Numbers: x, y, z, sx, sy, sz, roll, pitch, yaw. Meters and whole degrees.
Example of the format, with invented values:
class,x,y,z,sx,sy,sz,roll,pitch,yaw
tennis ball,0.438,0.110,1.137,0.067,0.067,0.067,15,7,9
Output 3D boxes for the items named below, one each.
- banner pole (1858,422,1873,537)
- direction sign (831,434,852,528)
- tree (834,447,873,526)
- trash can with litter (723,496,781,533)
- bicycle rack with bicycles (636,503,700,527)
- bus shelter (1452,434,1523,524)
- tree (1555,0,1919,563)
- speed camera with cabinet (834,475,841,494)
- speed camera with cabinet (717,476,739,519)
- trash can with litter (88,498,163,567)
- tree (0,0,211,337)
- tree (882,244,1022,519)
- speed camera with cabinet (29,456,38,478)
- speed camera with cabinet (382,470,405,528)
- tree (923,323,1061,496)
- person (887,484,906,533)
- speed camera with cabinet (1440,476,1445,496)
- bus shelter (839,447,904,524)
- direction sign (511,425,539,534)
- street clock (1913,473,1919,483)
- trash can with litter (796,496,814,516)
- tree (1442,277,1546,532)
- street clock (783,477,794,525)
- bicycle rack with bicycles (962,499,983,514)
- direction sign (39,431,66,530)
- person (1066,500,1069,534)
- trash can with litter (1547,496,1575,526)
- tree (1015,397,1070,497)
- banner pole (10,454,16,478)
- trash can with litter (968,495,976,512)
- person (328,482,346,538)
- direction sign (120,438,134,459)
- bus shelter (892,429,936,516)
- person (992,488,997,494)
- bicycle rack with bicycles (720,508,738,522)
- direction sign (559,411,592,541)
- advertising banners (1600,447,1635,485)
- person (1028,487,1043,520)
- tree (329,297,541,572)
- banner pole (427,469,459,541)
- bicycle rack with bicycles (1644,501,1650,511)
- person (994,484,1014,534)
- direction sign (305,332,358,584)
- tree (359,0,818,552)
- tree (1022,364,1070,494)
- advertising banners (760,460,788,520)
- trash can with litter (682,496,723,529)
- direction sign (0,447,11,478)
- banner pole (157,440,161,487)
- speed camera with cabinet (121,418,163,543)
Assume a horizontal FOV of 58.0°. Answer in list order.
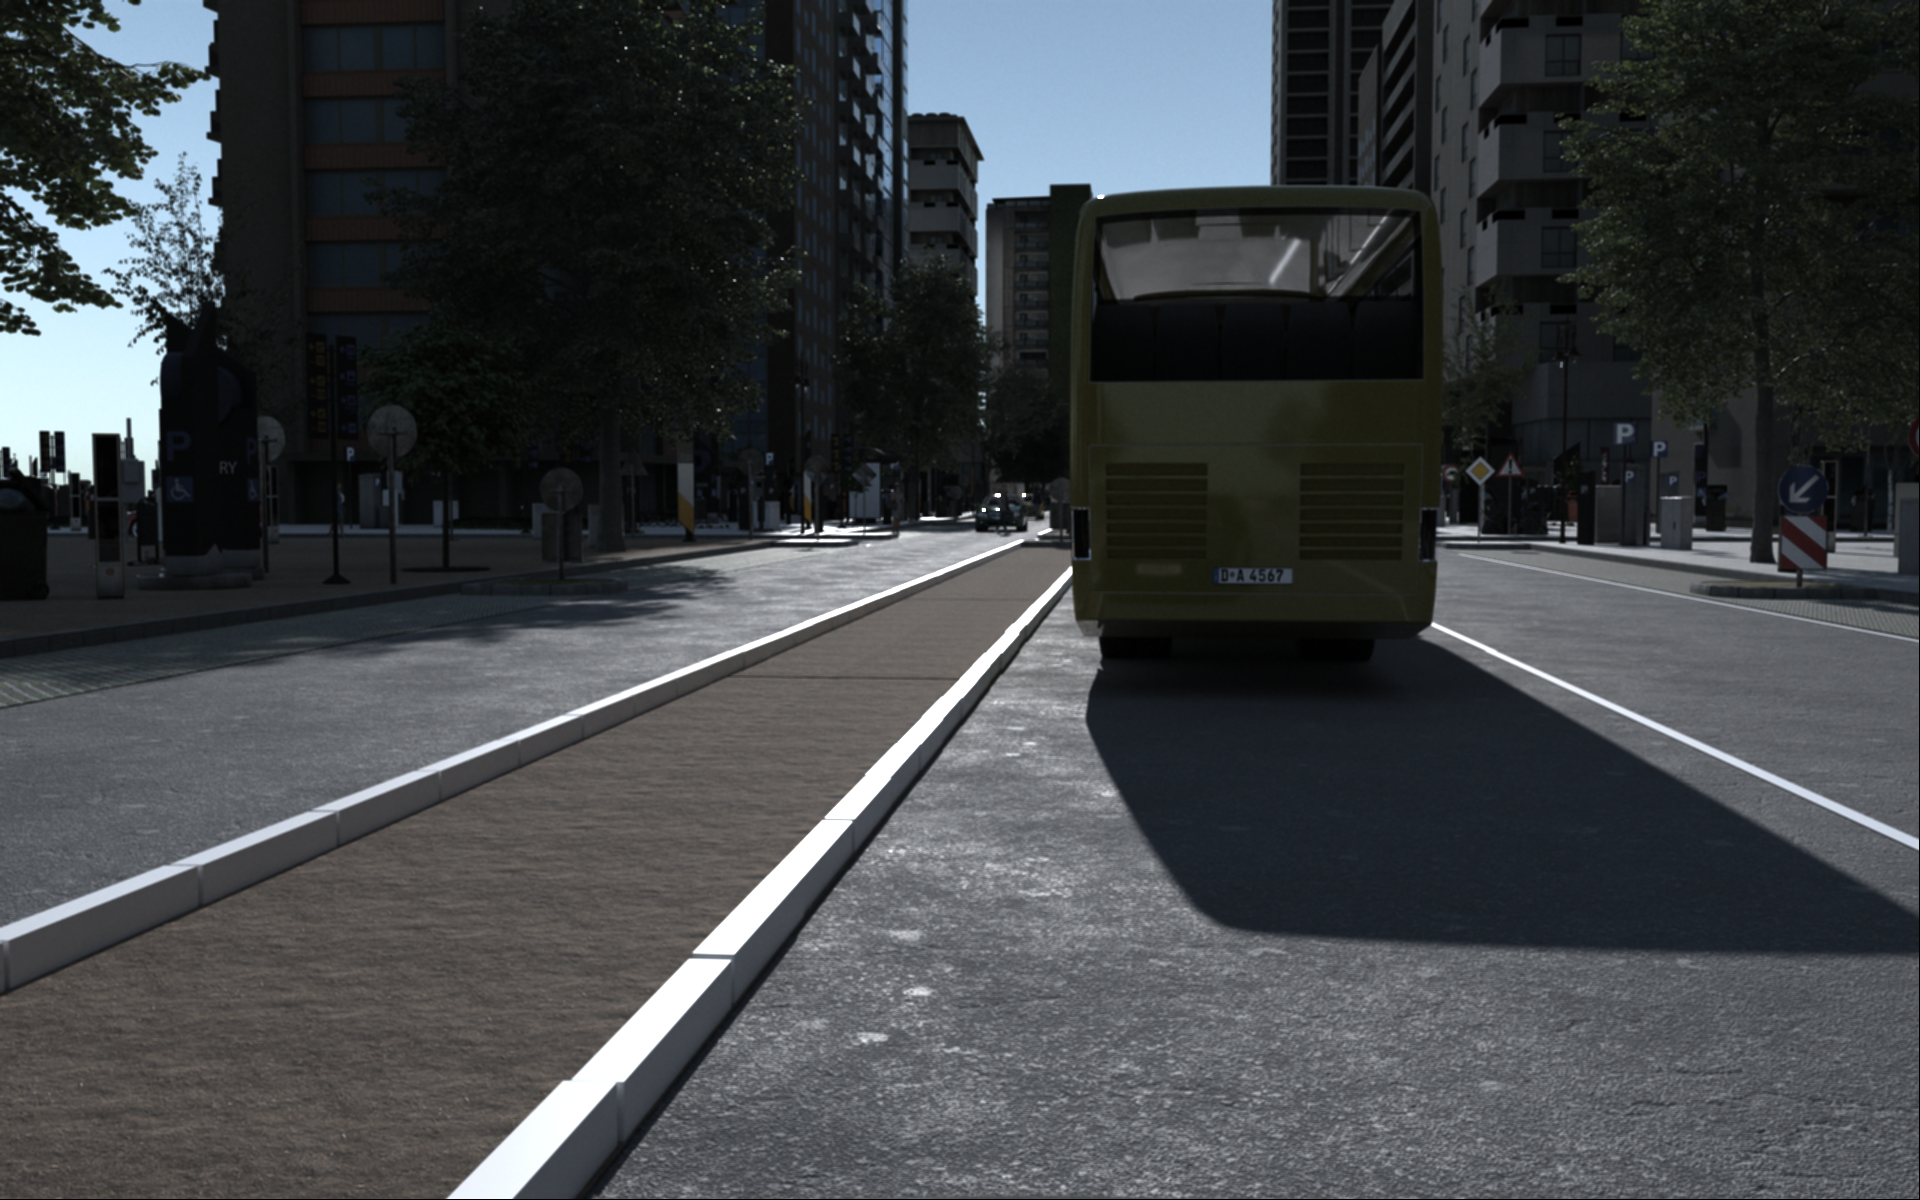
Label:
class,x,y,z,sx,sy,sz,roll,pitch,yaw
banner pole,27.092,-3.773,51.699,0.401,3.779,0.863,2,4,26
direction sign,-4.455,-4.470,65.088,0.876,3.537,0.379,-2,4,-32
tree,-4.055,-4.559,69.134,1.663,3.219,1.824,0,3,0
trash can with litter,-6.893,-2.910,58.643,1.678,1.210,2.233,0,4,2
bicycle rack with bicycles,-11.770,-3.381,68.655,2.925,0.926,2.852,-1,4,-19
bus shelter,21.412,-4.842,70.447,1.731,3.624,6.357,0,4,6
tree,14.714,-6.988,32.373,7.486,12.596,7.792,0,3,0
speed camera with cabinet,-8.415,-7.942,124.190,0.660,3.252,2.038,2,4,35
speed camera with cabinet,-11.194,-5.443,83.329,2.038,3.252,0.660,0,4,-2
trash can with litter,-15.036,-1.239,31.310,1.678,1.210,2.233,1,4,11
tree,-9.952,-5.875,14.179,7.486,12.596,7.792,0,3,0
tree,-2.389,-11.227,90.223,9.857,13.997,8.962,0,3,0
speed camera with cabinet,-48.426,-5.782,88.864,2.038,3.252,0.660,0,4,2
speed camera with cabinet,-21.965,-4.457,67.200,0.660,3.252,2.038,-1,4,-10
tree,1.974,-13.002,122.953,12.009,13.543,11.850,0,3,0
person,-2.329,-3.314,63.045,0.716,1.782,0.532,-2,4,-30
speed camera with cabinet,22.199,-5.288,80.796,0.660,3.252,2.038,1,4,22
bus shelter,-3.859,-5.056,76.597,2.014,3.302,5.546,0,4,6
direction sign,-14.146,-3.935,56.338,0.876,3.537,0.379,0,4,-2
street clock,32.103,-3.258,57.832,0.471,2.002,0.358,3,5,43
trash can with litter,-9.216,-5.621,103.291,1.055,1.170,0.624,-2,4,-24
tree,17.525,-6.626,58.693,4.737,8.622,4.395,0,3,0
street clock,-7.155,-4.141,72.268,0.471,2.002,0.358,0,4,-4
bicycle rack with bicycles,0.392,-6.400,118.018,2.852,0.926,2.925,-2,4,-35
direction sign,-32.714,-4.312,62.499,0.379,3.537,0.876,2,4,35
person,3.942,-3.182,60.436,0.656,1.842,0.836,-2,4,-27
trash can with litter,24.055,-3.630,70.406,2.233,1.210,1.678,1,4,15
tree,9.667,-17.179,199.006,7.486,12.596,7.792,0,3,0
banner pole,-58.646,-7.166,107.174,0.863,3.779,0.401,1,4,13
trash can with litter,1.128,-7.020,125.837,2.233,1.210,1.678,1,4,11
person,-19.893,-2.864,55.351,0.654,1.822,0.581,2,4,25
direction sign,-33.619,-4.749,69.646,0.876,3.537,0.379,0,4,7
bus shelter,-2.628,-7.630,102.377,2.179,5.291,8.768,0,4,6
person,1.904,-5.246,94.945,0.731,1.740,0.598,3,4,37
bicycle rack with bicycles,-9.937,-4.147,81.190,2.925,0.926,2.852,-1,4,-16
direction sign,-10.470,-3.378,47.235,0.876,3.537,0.379,0,4,-1
advertising banners,24.702,-4.219,65.164,2.074,3.025,0.090,-2,4,-33
person,4.115,-5.250,94.324,0.794,1.824,0.713,-2,4,-24
tree,-8.729,-2.768,28.979,4.285,4.588,4.351,0,3,0
banner pole,-14.296,-3.533,47.783,0.863,3.779,0.401,-1,4,-11
bicycle rack with bicycles,35.920,-4.613,88.811,2.852,0.926,2.925,1,4,11
person,1.565,-3.249,61.804,0.728,1.800,0.709,2,4,28
direction sign,-8.933,-2.001,24.708,0.379,3.537,0.876,2,4,29
tree,-7.915,-8.050,38.267,9.857,13.997,8.962,0,3,0
tree,6.436,-15.976,167.864,9.857,13.997,8.962,0,3,0
advertising banners,-9.386,-5.520,86.435,0.090,3.025,2.074,-3,5,-43
trash can with litter,-9.368,-3.287,64.798,2.233,1.210,1.678,0,4,8
direction sign,-46.132,-5.588,83.356,0.379,3.537,0.876,2,4,34
banner pole,-32.481,-4.944,70.849,0.863,3.779,0.401,2,4,25
speed camera with cabinet,-21.213,-3.143,45.727,2.038,3.252,0.660,-3,5,-40
